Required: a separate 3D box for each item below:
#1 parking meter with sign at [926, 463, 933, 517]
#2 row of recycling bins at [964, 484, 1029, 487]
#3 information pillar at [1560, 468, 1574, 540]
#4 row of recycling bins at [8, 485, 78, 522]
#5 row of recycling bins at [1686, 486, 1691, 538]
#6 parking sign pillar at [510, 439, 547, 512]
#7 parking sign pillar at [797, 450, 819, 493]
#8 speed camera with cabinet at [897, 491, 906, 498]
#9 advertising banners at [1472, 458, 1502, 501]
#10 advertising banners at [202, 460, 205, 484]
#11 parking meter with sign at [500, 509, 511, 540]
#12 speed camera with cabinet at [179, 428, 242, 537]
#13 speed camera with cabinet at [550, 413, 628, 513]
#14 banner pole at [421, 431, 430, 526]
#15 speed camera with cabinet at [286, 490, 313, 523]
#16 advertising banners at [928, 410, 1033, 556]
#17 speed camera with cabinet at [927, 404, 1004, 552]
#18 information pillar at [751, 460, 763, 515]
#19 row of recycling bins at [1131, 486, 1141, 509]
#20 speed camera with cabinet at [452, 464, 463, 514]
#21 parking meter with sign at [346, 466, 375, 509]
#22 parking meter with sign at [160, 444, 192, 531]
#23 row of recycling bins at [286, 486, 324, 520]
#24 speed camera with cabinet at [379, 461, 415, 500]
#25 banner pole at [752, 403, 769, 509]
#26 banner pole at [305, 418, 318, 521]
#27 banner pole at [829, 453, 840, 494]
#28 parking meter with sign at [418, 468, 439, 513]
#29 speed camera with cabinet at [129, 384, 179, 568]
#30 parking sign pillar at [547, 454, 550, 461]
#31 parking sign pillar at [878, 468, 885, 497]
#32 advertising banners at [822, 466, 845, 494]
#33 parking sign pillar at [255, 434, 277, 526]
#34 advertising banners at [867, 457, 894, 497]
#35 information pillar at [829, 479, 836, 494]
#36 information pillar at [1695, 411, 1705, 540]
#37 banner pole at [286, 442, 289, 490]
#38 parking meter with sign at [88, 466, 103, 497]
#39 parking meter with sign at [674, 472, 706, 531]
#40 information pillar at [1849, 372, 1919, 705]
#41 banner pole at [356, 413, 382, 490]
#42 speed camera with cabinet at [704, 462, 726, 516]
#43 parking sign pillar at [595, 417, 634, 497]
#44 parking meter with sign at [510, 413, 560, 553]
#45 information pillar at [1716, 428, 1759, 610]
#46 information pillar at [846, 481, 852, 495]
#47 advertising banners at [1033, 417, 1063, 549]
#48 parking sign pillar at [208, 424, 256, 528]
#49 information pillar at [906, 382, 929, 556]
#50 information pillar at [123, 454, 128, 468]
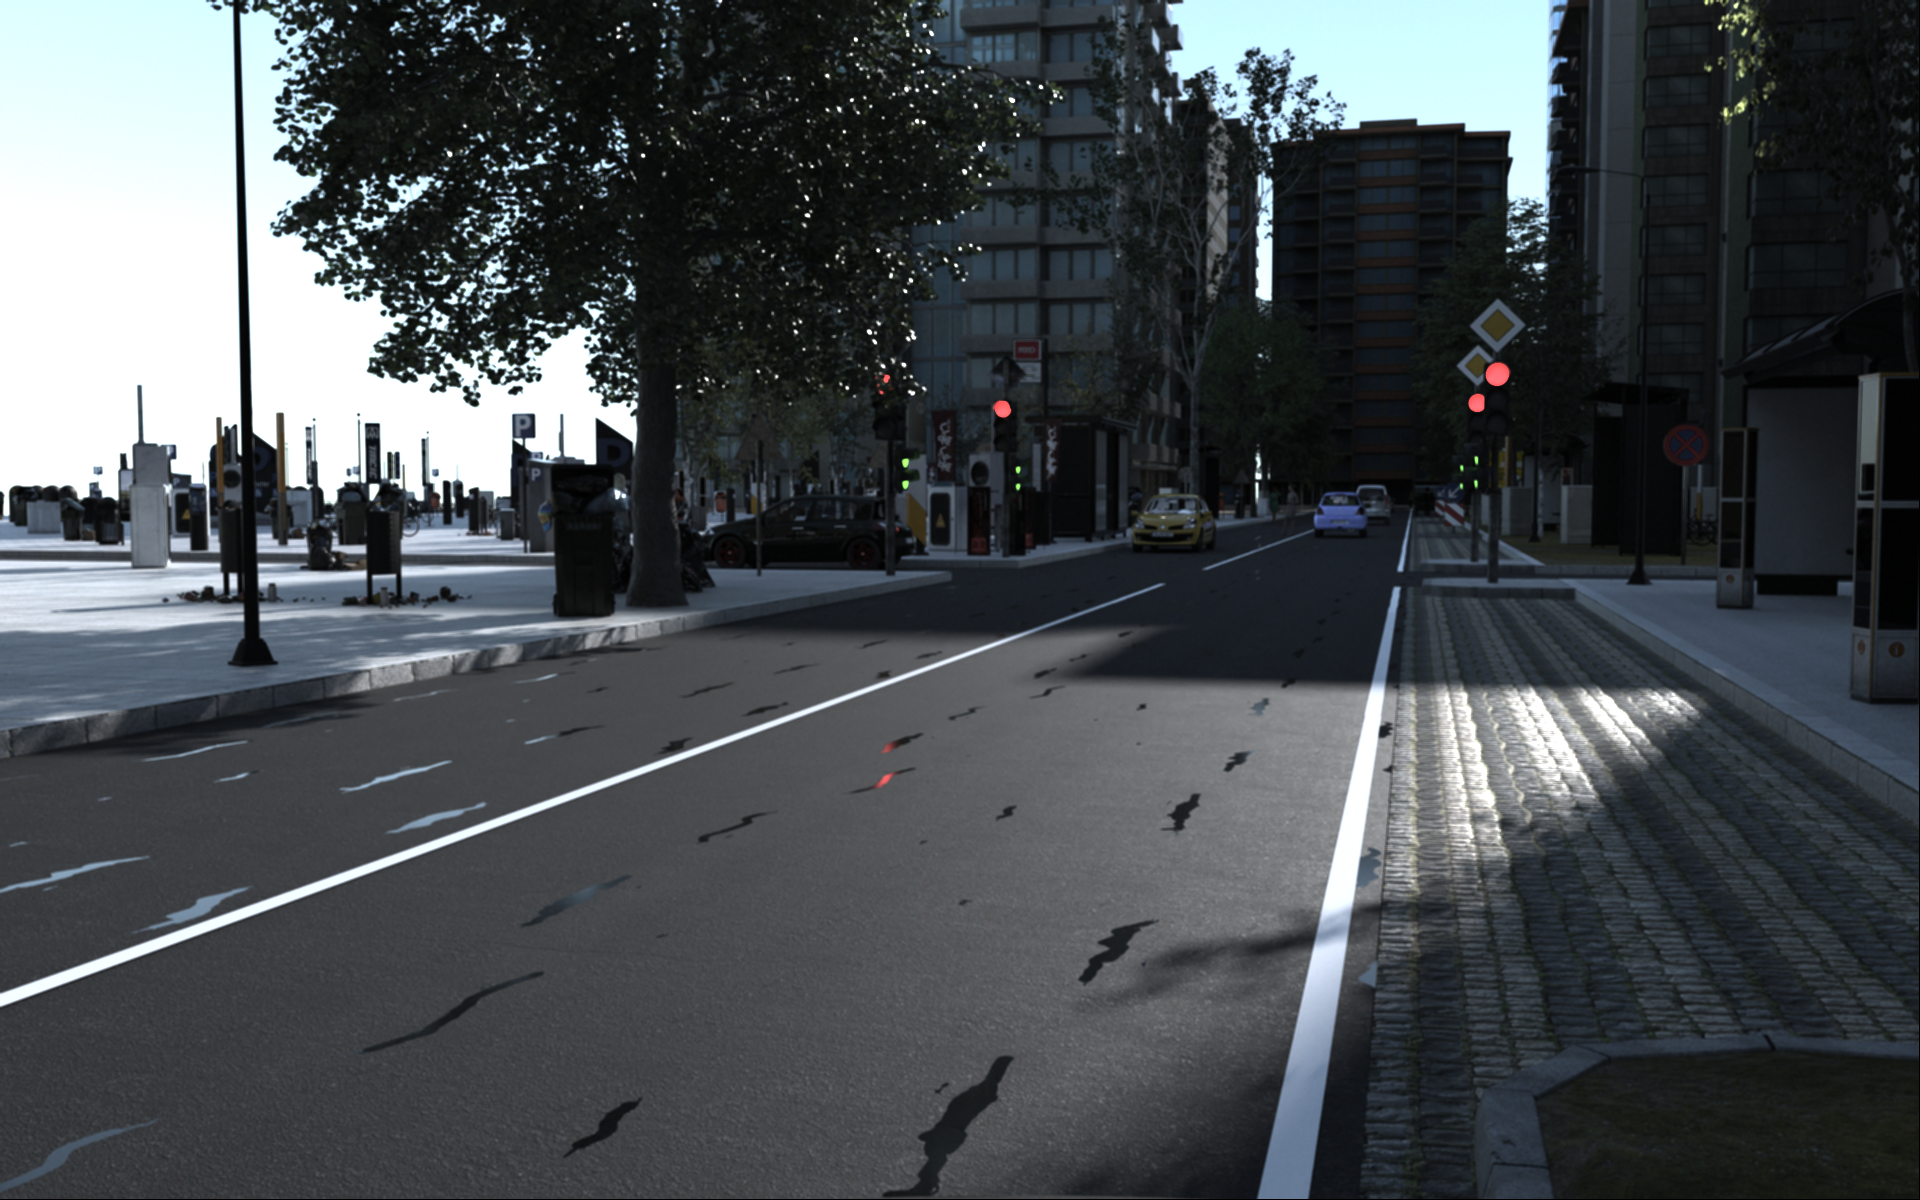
[{"bbox_3d":[-1.850,-6.189,97.450,0.543,3.016,1.738,-1,4,-16],"label":"parking meter with sign"},{"bbox_3d":[1.575,-4.175,75.375,3.534,1.692,1.069,2,4,32],"label":"row of recycling bins"},{"bbox_3d":[17.061,-2.704,48.709,0.304,2.012,0.304,2,4,23],"label":"information pillar"},{"bbox_3d":[-41.896,-4.409,79.203,3.534,1.692,1.069,1,4,14],"label":"row of recycling bins"},{"bbox_3d":[20.769,-2.675,50.842,1.069,1.692,3.534,1,4,18],"label":"row of recycling bins"},{"bbox_3d":[-21.119,-5.843,84.007,1.447,3.967,1.447,0,4,7],"label":"parking sign pillar"},{"bbox_3d":[-9.229,-7.150,105.368,1.447,3.967,1.447,-3,4,-36],"label":"parking sign pillar"},{"bbox_3d":[-2.508,-5.508,84.386,0.660,3.252,2.038,1,4,16],"label":"speed camera with cabinet"},{"bbox_3d":[24.285,-5.059,78.903,2.074,3.025,0.090,2,4,31],"label":"advertising banners"},{"bbox_3d":[-39.502,-5.740,90.035,0.090,3.025,2.074,-2,4,-35],"label":"advertising banners"},{"bbox_3d":[-12.000,-3.198,48.548,1.738,3.016,0.543,0,4,-6],"label":"parking meter with sign"},{"bbox_3d":[-22.526,-3.521,51.908,2.038,3.252,0.660,-1,4,-13],"label":"speed camera with cabinet"},{"bbox_3d":[-9.067,-2.935,42.321,2.038,3.252,0.660,2,4,31],"label":"speed camera with cabinet"},{"bbox_3d":[-21.081,-4.793,68.385,0.401,3.779,0.863,0,4,7],"label":"banner pole"},{"bbox_3d":[-29.585,-5.006,76.181,0.660,3.252,2.038,3,4,38],"label":"speed camera with cabinet"},{"bbox_3d":[0.423,-2.442,36.121,2.074,3.025,0.090,1,4,8],"label":"advertising banners"},{"bbox_3d":[0.146,-2.713,38.695,0.660,3.252,2.038,-3,5,-44],"label":"speed camera with cabinet"},{"bbox_3d":[-8.122,-4.770,69.336,0.504,3.616,0.183,0,4,0],"label":"information pillar"},{"bbox_3d":[8.747,-5.190,91.967,1.069,1.692,3.534,-1,4,-11],"label":"row of recycling bins"},{"bbox_3d":[-32.187,-7.284,113.429,2.038,3.252,0.660,-1,4,-16],"label":"speed camera with cabinet"},{"bbox_3d":[-39.979,-7.299,115.602,1.738,3.016,0.543,0,4,7],"label":"parking meter with sign"},{"bbox_3d":[-27.534,-3.980,61.342,0.543,3.016,1.738,0,4,6],"label":"parking meter with sign"},{"bbox_3d":[-33.597,-4.917,87.501,3.534,1.692,1.069,2,4,24],"label":"row of recycling bins"},{"bbox_3d":[-33.512,-6.649,103.053,2.038,3.252,0.660,-1,4,-21],"label":"speed camera with cabinet"},{"bbox_3d":[-5.468,-3.532,47.765,0.401,3.779,0.863,2,4,34],"label":"banner pole"},{"bbox_3d":[-21.157,-4.069,56.549,0.401,3.779,0.863,0,4,7],"label":"banner pole"},{"bbox_3d":[-6.595,-6.230,91.882,0.863,3.779,0.401,2,4,31],"label":"banner pole"},{"bbox_3d":[-35.954,-7.392,117.118,0.543,3.016,1.738,1,4,18],"label":"parking meter with sign"},{"bbox_3d":[-14.370,-2.228,30.766,0.660,3.252,2.038,-1,4,-22],"label":"speed camera with cabinet"},{"bbox_3d":[-27.883,-7.804,116.062,1.447,3.967,1.447,0,4,5],"label":"parking sign pillar"},{"bbox_3d":[-4.310,-6.759,98.979,1.447,3.967,1.447,1,4,12],"label":"parking sign pillar"},{"bbox_3d":[-8.166,-6.896,108.935,2.074,3.025,0.090,-2,4,-26],"label":"advertising banners"},{"bbox_3d":[-28.656,-5.045,70.956,1.447,3.967,1.447,1,4,11],"label":"parking sign pillar"},{"bbox_3d":[-3.793,-5.270,82.357,0.090,3.025,2.074,3,4,36],"label":"advertising banners"},{"bbox_3d":[-6.105,-4.825,83.386,0.304,2.012,0.304,1,4,16],"label":"information pillar"},{"bbox_3d":[20.776,-3.500,48.579,0.183,3.616,0.504,2,4,30],"label":"information pillar"},{"bbox_3d":[-32.646,-5.732,83.739,0.401,3.779,0.863,1,4,19],"label":"banner pole"},{"bbox_3d":[-53.364,-6.754,106.692,0.543,3.016,1.738,0,4,-8],"label":"parking meter with sign"},{"bbox_3d":[-9.582,-3.894,59.922,1.738,3.016,0.543,2,4,27],"label":"parking meter with sign"},{"bbox_3d":[5.708,-0.376,10.637,0.304,2.012,0.304,0,4,4],"label":"information pillar"},{"bbox_3d":[-18.241,-3.874,53.350,0.863,3.779,0.401,-1,4,-22],"label":"banner pole"},{"bbox_3d":[-14.613,-6.701,103.892,2.038,3.252,0.660,2,4,30],"label":"speed camera with cabinet"},{"bbox_3d":[-12.031,-4.401,60.429,1.447,3.967,1.447,-1,4,-15],"label":"parking sign pillar"},{"bbox_3d":[-9.135,-2.564,38.190,0.543,3.016,1.738,1,4,19],"label":"parking meter with sign"},{"bbox_3d":[8.691,-0.910,19.368,0.304,2.012,0.304,-3,5,-43],"label":"information pillar"},{"bbox_3d":[-6.182,-5.616,96.318,0.304,2.012,0.304,0,4,4],"label":"information pillar"},{"bbox_3d":[1.546,-2.690,40.173,2.074,3.025,0.090,3,5,41],"label":"advertising banners"},{"bbox_3d":[-27.955,-4.727,65.764,1.447,3.967,1.447,1,4,11],"label":"parking sign pillar"},{"bbox_3d":[-0.900,-2.739,36.139,0.504,3.616,0.183,-3,5,-41],"label":"information pillar"},{"bbox_3d":[-48.559,-6.691,100.754,0.504,3.616,0.183,3,4,37],"label":"information pillar"}]
